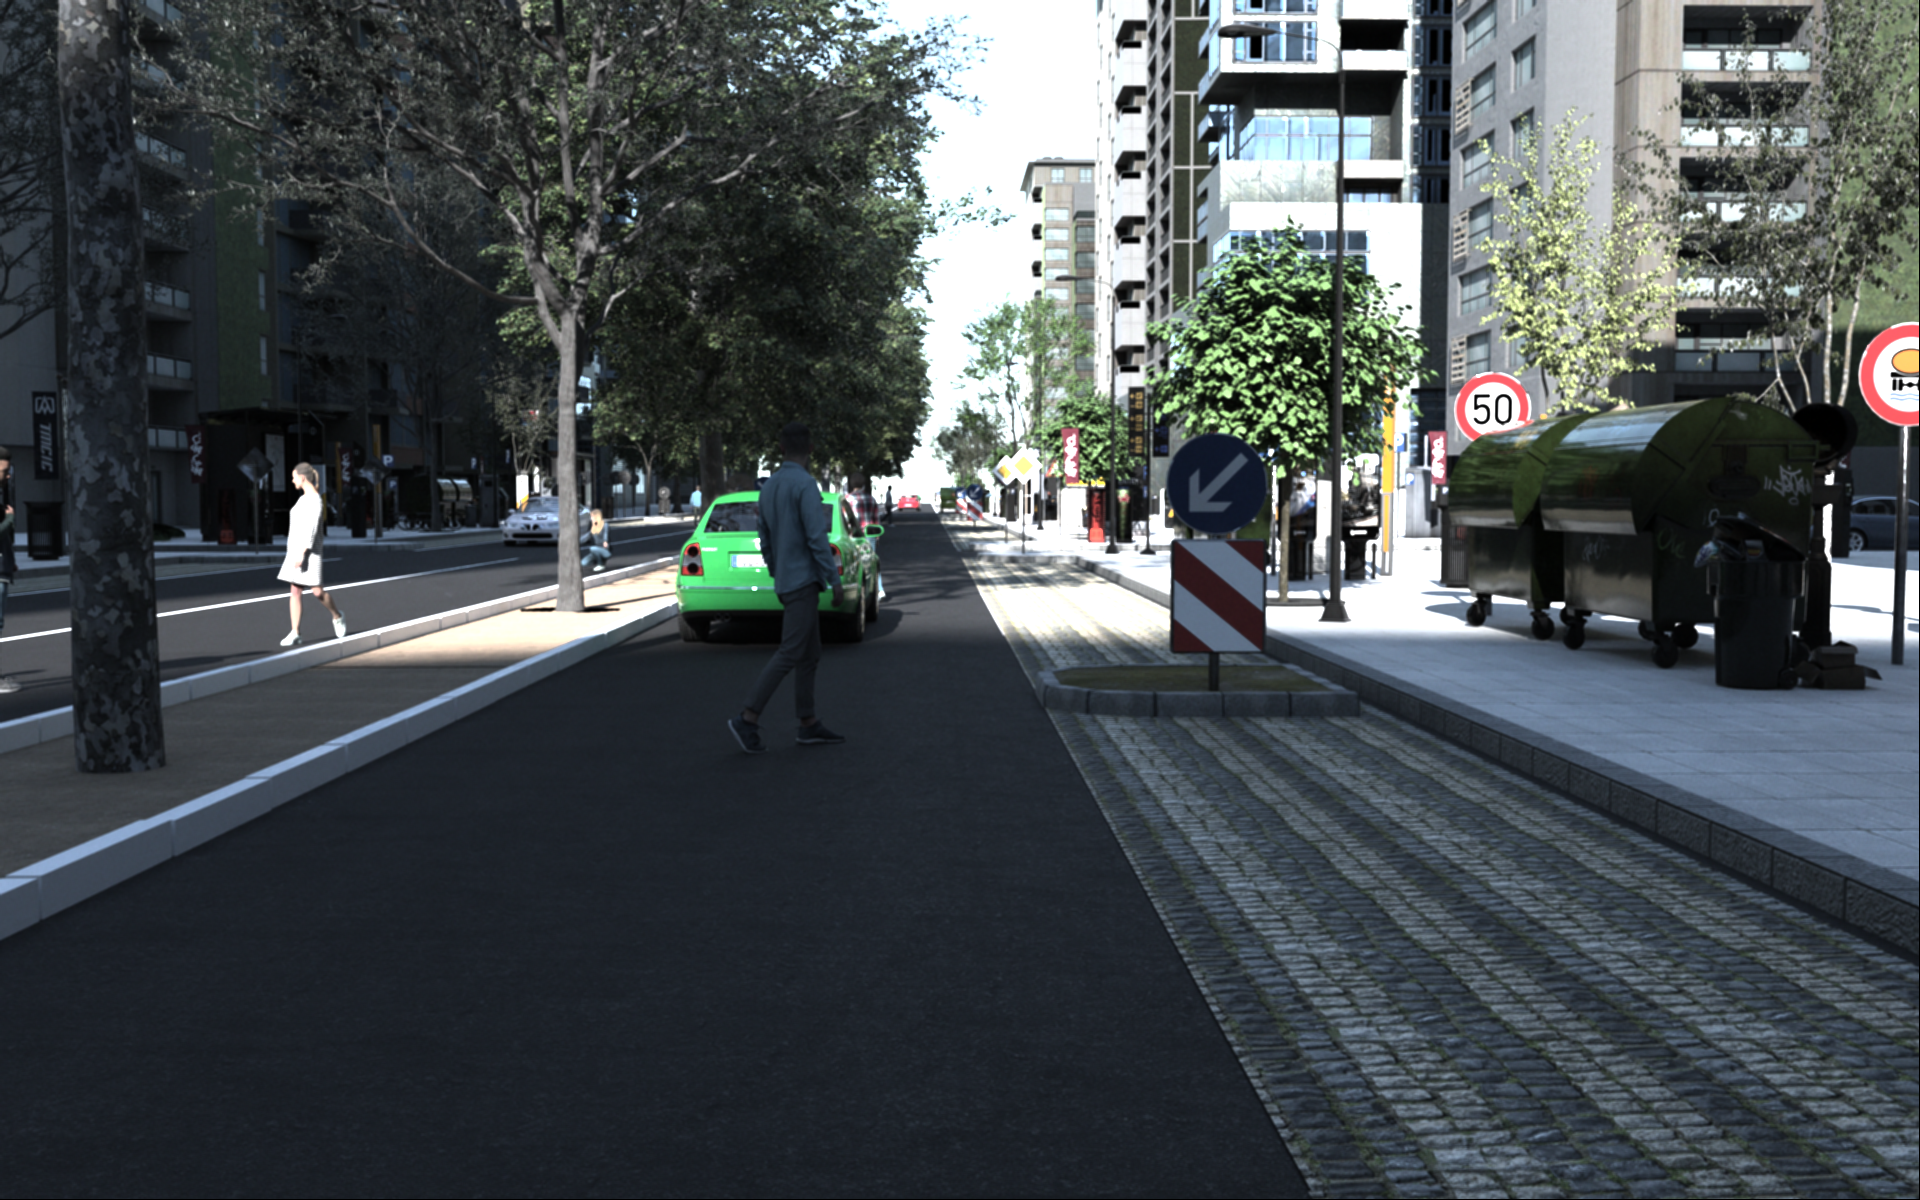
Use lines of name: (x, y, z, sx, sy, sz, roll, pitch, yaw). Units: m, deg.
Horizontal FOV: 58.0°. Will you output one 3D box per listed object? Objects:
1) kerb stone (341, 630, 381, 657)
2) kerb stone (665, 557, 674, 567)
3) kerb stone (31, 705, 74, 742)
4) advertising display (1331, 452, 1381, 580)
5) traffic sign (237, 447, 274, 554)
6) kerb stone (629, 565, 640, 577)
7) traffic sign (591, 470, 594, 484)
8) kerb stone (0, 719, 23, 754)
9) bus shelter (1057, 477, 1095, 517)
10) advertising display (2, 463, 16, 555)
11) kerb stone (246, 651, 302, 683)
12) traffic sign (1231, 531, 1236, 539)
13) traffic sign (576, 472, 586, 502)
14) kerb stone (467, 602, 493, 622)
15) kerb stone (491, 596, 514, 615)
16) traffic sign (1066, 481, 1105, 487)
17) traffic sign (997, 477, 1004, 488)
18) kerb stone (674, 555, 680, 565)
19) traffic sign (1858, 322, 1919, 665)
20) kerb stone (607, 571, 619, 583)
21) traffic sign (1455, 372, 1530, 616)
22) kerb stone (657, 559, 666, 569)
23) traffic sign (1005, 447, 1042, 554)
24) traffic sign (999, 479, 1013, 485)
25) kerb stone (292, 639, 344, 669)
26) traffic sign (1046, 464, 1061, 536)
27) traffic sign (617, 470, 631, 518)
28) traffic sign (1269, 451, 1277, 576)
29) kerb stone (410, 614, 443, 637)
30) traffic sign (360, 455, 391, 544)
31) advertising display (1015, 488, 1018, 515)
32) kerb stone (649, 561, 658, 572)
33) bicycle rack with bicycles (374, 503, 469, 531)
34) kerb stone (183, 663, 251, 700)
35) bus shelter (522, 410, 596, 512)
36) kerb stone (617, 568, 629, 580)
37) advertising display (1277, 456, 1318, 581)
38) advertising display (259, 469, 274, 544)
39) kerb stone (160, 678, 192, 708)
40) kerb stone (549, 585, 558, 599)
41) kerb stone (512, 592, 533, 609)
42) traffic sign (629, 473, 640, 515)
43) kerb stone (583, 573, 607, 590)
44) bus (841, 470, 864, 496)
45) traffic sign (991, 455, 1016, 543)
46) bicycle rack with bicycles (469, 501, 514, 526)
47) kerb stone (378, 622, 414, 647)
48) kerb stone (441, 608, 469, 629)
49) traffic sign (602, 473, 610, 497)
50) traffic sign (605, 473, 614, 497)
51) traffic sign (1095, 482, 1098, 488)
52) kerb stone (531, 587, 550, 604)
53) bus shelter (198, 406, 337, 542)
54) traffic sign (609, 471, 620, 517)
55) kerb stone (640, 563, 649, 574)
kerb stone: (-5.443, 0.407, 15.549, 0.120, 0.150, 1.000, 0, 4, -1)
kerb stone: (-5.807, -0.722, 34.000, 0.120, 0.150, 1.000, 0, 4, -1)
kerb stone: (-5.337, 0.722, 10.425, 0.120, 0.150, 1.000, 0, 4, -1)
advertising display: (5.906, -1.262, 25.843, 0.974, 1.923, 0.123, -3, 4, -37)
traffic sign: (-14.980, -2.031, 36.852, 0.795, 2.450, 0.064, 0, 4, -1)
kerb stone: (-5.713, -0.470, 29.901, 0.120, 0.150, 1.000, 0, 4, -1)
traffic sign: (-19.563, -5.581, 91.349, 0.768, 2.556, 0.104, 0, 4, 4)
kerb stone: (-5.316, 0.784, 9.403, 0.120, 0.150, 1.000, 0, 4, -1)
bus shelter: (5.260, -6.024, 76.127, 2.179, 5.291, 8.768, 0, 4, -1)
advertising display: (-19.987, -1.908, 36.411, 0.123, 1.923, 0.974, -1, 4, -22)
kerb stone: (-5.396, 0.535, 13.503, 0.120, 0.150, 1.000, 0, 4, -1)
traffic sign: (4.329, -1.667, 27.366, 0.768, 2.556, 0.104, 0, 4, 7)
traffic sign: (-17.543, -4.759, 79.936, 0.606, 2.300, 0.079, 0, 4, 2)
kerb stone: (-5.515, 0.155, 19.654, 0.120, 0.150, 1.000, 0, 4, -1)
kerb stone: (-5.538, 0.093, 20.677, 0.120, 0.150, 1.000, 0, 4, -1)
traffic sign: (4.664, -3.907, 57.759, 2.265, 3.308, 0.079, 0, 4, 8)
traffic sign: (2.391, -5.793, 94.820, 0.768, 2.556, 0.104, 0, 4, 0)
kerb stone: (-5.814, -0.785, 35.023, 0.120, 0.150, 1.000, 0, 4, -1)
traffic sign: (7.063, -0.787, 12.974, 0.768, 2.556, 0.104, 0, 4, 0)
kerb stone: (-5.678, -0.344, 27.851, 0.120, 0.150, 1.000, 0, 4, -1)
traffic sign: (5.585, -1.109, 18.244, 0.768, 2.556, 0.104, 1, 4, 8)
kerb stone: (-5.775, -0.655, 32.972, 0.120, 0.150, 1.000, 0, 4, -1)
traffic sign: (1.361, -2.049, 37.148, 0.795, 2.450, 0.064, 0, 4, -1)
traffic sign: (2.525, -5.778, 94.576, 0.768, 2.556, 0.104, 0, 4, 7)
kerb stone: (-5.421, 0.469, 14.525, 0.120, 0.150, 1.000, 0, 4, -1)
traffic sign: (3.044, -3.220, 52.649, 0.884, 2.594, 0.081, 0, 4, 5)
traffic sign: (-18.105, -5.705, 93.386, 0.768, 2.556, 0.104, 0, 4, 2)
traffic sign: (4.929, -1.655, 27.168, 0.768, 2.556, 0.104, 0, 4, 1)
kerb stone: (-5.484, 0.282, 17.599, 0.120, 0.150, 1.000, 0, 4, -1)
traffic sign: (-15.136, -2.519, 44.835, 0.795, 2.450, 0.064, 0, 4, -1)
advertising display: (3.676, -6.286, 107.984, 0.974, 1.923, 0.123, 0, 4, -2)
kerb stone: (-5.759, -0.597, 31.950, 0.120, 0.150, 1.000, 0, 4, -1)
bicycle rack with bicycles: (-19.062, -2.928, 61.258, 2.925, 0.926, 2.852, -1, 4, -12)
kerb stone: (-5.381, 0.594, 12.479, 0.120, 0.150, 1.000, 0, 4, -1)
bus shelter: (-19.824, -6.582, 85.246, 2.179, 5.291, 8.768, 0, 4, -1)
kerb stone: (-5.702, -0.407, 28.874, 0.120, 0.150, 1.000, 0, 4, -1)
advertising display: (4.988, -1.248, 25.612, 0.123, 1.923, 0.974, 3, 5, 40)
advertising display: (-17.795, -2.399, 44.430, 0.123, 1.923, 0.974, -2, 4, -35)
kerb stone: (-5.368, 0.657, 11.450, 0.120, 0.150, 1.000, 0, 4, -1)
kerb stone: (-5.597, -0.095, 23.746, 0.120, 0.150, 1.000, 0, 4, -1)
kerb stone: (-5.558, 0.030, 21.699, 0.120, 0.150, 1.000, 0, 4, -1)
traffic sign: (-20.076, -6.507, 106.495, 0.768, 2.556, 0.104, 0, 4, 2)
kerb stone: (-5.661, -0.283, 26.828, 0.120, 0.150, 1.000, 0, 4, -1)
bus: (-10.849, -11.578, 180.850, 2.896, 3.916, 12.252, 0, 4, -1)
traffic sign: (1.206, -2.538, 45.131, 0.795, 2.450, 0.064, 0, 4, -1)
bicycle rack with bicycles: (-19.354, -3.492, 70.483, 2.852, 0.926, 2.925, -2, 4, -24)
kerb stone: (-5.457, 0.344, 16.577, 0.120, 0.150, 1.000, 0, 4, -1)
kerb stone: (-5.500, 0.218, 18.624, 0.120, 0.150, 1.000, 0, 4, -1)
traffic sign: (-21.671, -6.515, 106.631, 0.768, 2.556, 0.104, 0, 4, 2)
traffic sign: (-21.388, -6.496, 106.316, 0.768, 2.556, 0.104, 0, 4, 2)
traffic sign: (4.283, -3.324, 54.455, 0.768, 2.556, 0.104, 1, 4, 8)
kerb stone: (-5.580, -0.032, 22.724, 0.120, 0.150, 1.000, 0, 4, -1)
bus shelter: (-19.677, -3.563, 49.530, 1.731, 3.624, 6.357, 0, 4, -1)
traffic sign: (-18.858, -5.803, 94.985, 0.768, 2.556, 0.104, 0, 4, 7)
kerb stone: (-5.740, -0.534, 30.923, 0.120, 0.150, 1.000, 0, 4, -1)
